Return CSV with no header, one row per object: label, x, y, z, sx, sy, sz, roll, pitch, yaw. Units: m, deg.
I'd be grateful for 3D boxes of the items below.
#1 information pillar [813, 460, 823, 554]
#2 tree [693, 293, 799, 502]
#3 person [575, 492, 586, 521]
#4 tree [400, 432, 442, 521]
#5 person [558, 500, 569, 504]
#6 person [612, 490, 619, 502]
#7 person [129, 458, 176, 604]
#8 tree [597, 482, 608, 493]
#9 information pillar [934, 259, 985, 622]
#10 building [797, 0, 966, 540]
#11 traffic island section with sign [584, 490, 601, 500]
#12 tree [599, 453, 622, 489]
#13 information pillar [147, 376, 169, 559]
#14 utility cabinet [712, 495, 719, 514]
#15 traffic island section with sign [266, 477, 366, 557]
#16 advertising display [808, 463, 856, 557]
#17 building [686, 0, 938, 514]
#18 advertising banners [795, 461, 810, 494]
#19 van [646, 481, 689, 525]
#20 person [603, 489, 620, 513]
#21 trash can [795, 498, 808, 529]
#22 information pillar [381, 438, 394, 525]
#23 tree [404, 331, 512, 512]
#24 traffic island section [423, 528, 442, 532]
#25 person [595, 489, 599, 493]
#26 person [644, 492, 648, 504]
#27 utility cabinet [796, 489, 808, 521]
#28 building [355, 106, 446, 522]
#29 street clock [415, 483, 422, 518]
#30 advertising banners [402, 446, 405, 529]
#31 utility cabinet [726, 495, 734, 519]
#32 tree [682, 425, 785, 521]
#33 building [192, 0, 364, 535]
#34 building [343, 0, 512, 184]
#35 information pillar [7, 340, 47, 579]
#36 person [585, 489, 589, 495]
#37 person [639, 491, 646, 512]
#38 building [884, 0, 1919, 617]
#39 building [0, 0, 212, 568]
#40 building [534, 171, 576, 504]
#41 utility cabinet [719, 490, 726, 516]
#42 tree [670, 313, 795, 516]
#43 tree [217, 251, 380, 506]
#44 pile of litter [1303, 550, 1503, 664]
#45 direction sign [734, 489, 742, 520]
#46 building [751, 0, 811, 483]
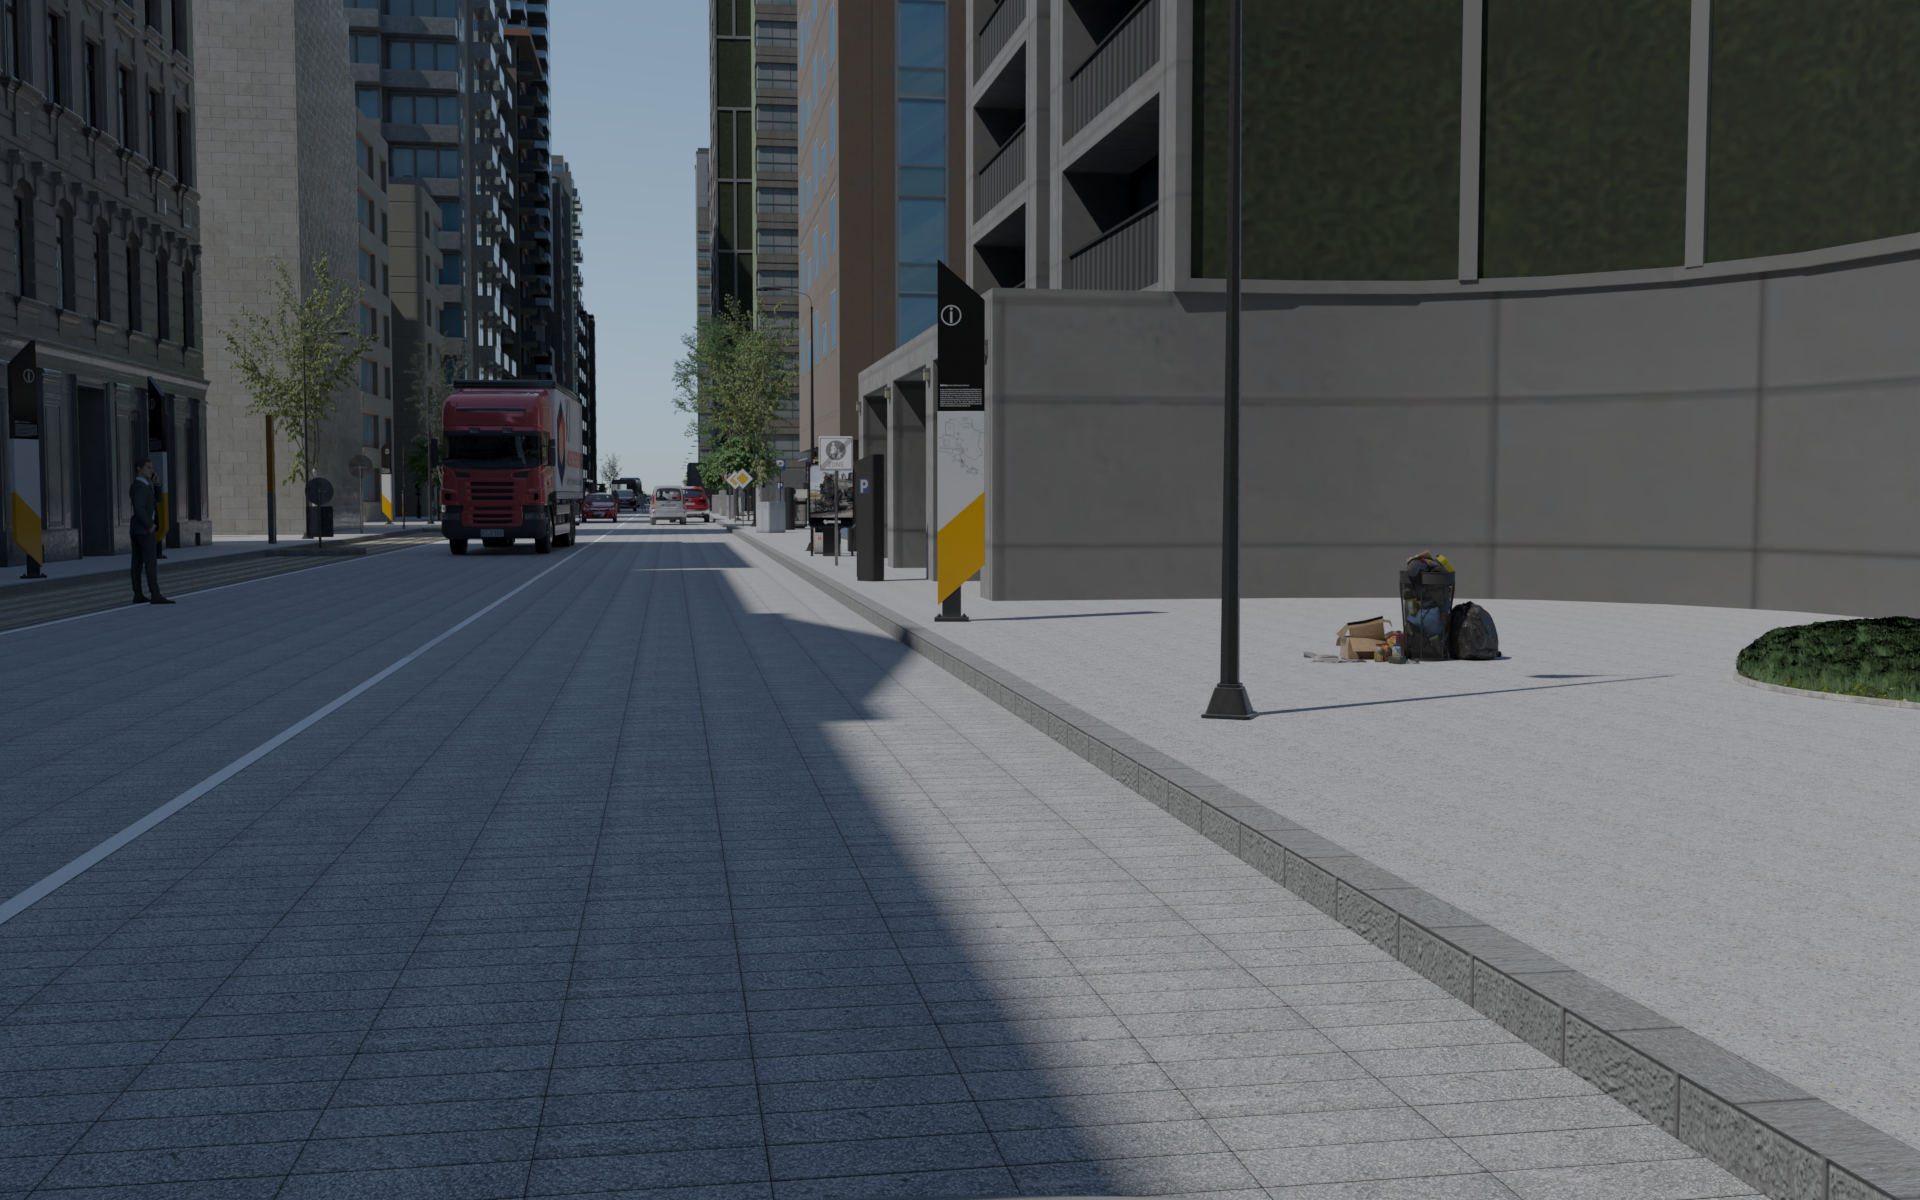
information pillar,-2.930,-1.988,37.001,0.304,2.012,0.304,2,4,24
tree,-7.442,-6.861,62.541,4.737,8.622,4.395,0,3,0
person,-19.978,-5.083,91.392,0.659,1.850,0.755,-1,4,-19
tree,-25.494,-6.159,84.416,4.285,4.588,4.351,0,3,0
person,-17.856,-4.218,77.633,0.590,1.801,0.661,3,5,42
person,-27.633,-7.938,138.689,0.661,1.777,0.834,-1,4,-14
person,-10.628,-0.908,22.709,0.474,1.900,0.648,-3,4,-38
tree,-56.122,-16.985,272.312,1.663,3.219,1.824,0,3,0
information pillar,-0.002,-1.589,17.340,0.504,3.616,0.183,0,4,3
building,2.520,-24.573,51.888,14.600,45.320,14.200,-1,4,-9
traffic island section with sign,-37.067,-10.025,172.539,1.989,1.847,2.006,-1,4,-9
tree,-61.096,-21.577,303.143,4.737,8.622,4.395,0,3,0
information pillar,-15.851,-2.622,34.228,0.504,3.616,0.183,2,4,35
utility cabinet,-15.839,-6.303,114.216,1.020,1.237,0.306,0,4,-7
traffic island section with sign,-15.022,-1.951,40.530,1.989,1.847,2.006,-1,4,-9
advertising display,-2.637,-1.859,35.615,0.974,1.923,0.123,1,4,9
building,-11.683,-42.812,138.234,20.563,71.187,20.611,-1,4,-9
advertising banners,-8.483,-5.849,91.811,0.090,3.025,2.074,2,4,33
van,-13.749,-4.553,81.453,2.013,2.044,4.112,-1,4,-11
person,-26.612,-7.533,131.883,1.509,1.804,0.699,-2,4,-25
trash can,-5.996,-3.231,64.485,0.748,1.137,0.748,0,3,0
information pillar,-24.073,-4.979,72.768,0.504,3.616,0.183,2,4,24
tree,-23.557,-7.891,79.378,4.360,8.622,3.978,0,3,0
traffic island section,-19.279,-2.682,66.138,2.009,0.180,2.903,-1,4,-9
person,-21.753,-5.805,104.248,0.643,1.720,0.563,1,4,14
person,-44.436,-14.385,244.244,0.990,1.755,0.434,1,4,16
utility cabinet,-7.363,-4.481,81.949,0.318,1.500,1.173,-2,4,-32
building,-42.824,-14.950,89.466,27.650,21.520,28.899,-1,4,-9
street clock,-28.517,-5.300,91.225,0.358,2.002,0.471,-2,4,-30
advertising banners,-20.364,-4.109,63.369,0.090,3.025,2.074,-1,4,-20
utility cabinet,-12.006,-4.849,90.445,0.306,1.237,1.020,-1,4,-13
tree,-10.116,-6.026,82.239,4.285,4.588,4.351,0,3,0
building,-29.739,-12.411,57.674,16.860,20.320,10.420,-1,4,-9
building,-44.758,-30.998,126.430,23.786,49.044,30.456,-1,4,-9
information pillar,-14.125,-2.130,26.178,0.183,3.616,0.504,1,4,16
person,-25.193,-6.645,117.330,0.511,1.800,0.466,1,4,18
person,-24.781,-7.692,135.269,0.512,1.701,0.522,0,4,-6
building,9.700,-35.869,24.710,20.563,71.187,20.611,-1,4,-9
building,-22.036,-11.279,33.556,9.793,20.994,18.267,-1,4,-9
building,-54.898,-32.353,212.565,14.154,41.232,14.086,-1,4,-9
utility cabinet,-13.981,-5.706,101.964,0.318,1.500,1.173,-1,4,-14
tree,-13.152,-10.676,100.313,9.928,11.665,9.643,0,3,0
tree,-19.622,-6.203,51.775,4.737,8.622,4.395,0,3,0
pile of litter,3.489,0.023,13.594,1.719,0.858,1.176,0,4,-3
direction sign,-10.945,-5.706,85.290,0.379,3.537,0.876,-2,4,-35
building,-6.727,-26.344,114.323,14.154,41.232,14.086,-1,4,-9
